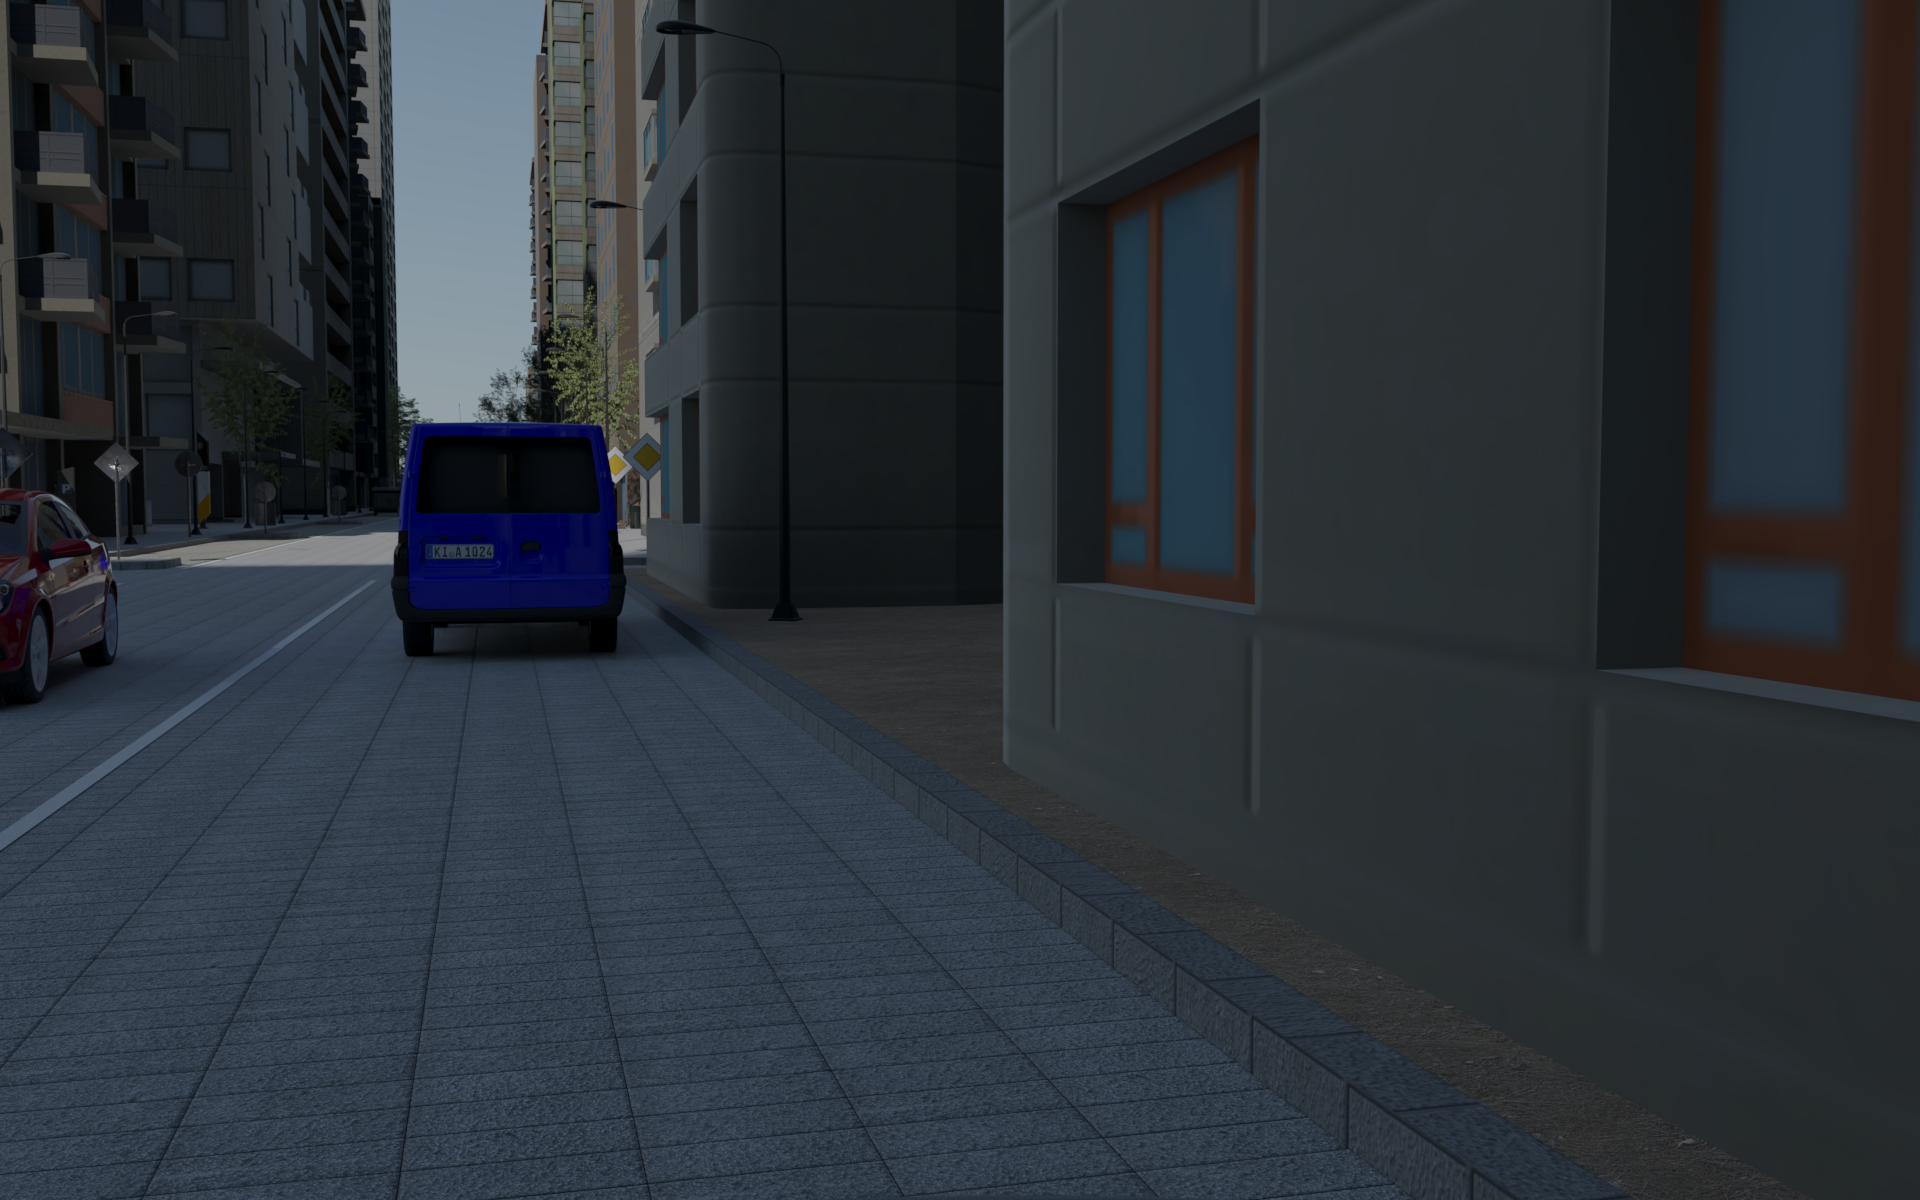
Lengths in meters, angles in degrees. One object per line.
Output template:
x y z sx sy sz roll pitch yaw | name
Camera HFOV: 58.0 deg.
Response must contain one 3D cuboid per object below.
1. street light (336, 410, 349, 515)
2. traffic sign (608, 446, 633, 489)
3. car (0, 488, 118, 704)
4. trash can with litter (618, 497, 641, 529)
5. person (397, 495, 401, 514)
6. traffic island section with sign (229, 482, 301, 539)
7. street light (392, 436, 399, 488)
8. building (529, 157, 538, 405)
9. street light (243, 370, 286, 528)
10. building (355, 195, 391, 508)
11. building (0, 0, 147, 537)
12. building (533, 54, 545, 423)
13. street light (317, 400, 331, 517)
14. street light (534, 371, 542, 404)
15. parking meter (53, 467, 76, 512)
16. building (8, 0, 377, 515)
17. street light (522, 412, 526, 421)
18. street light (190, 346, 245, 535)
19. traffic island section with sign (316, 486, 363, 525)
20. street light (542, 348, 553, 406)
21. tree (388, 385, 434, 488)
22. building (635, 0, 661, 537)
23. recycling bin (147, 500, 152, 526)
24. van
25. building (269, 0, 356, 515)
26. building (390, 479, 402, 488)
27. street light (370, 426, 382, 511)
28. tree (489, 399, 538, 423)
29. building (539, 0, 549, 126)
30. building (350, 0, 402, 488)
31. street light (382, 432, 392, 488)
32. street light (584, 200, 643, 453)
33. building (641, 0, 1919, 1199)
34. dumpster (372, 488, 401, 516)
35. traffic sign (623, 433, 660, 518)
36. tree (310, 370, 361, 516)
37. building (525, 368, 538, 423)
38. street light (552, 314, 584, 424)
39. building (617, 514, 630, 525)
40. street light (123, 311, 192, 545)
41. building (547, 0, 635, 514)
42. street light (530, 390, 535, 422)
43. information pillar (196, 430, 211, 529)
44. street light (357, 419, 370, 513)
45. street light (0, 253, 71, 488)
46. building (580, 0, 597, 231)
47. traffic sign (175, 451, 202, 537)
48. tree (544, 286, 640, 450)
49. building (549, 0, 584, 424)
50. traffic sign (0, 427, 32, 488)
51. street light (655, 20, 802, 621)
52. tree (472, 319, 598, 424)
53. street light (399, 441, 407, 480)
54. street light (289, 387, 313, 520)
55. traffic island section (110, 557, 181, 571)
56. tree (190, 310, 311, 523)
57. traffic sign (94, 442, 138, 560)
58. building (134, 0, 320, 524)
-34.650 -7.551 96.000 1.470 5.913 1.316 -1 4 -15 | street light
-7.188 -1.989 36.171 0.795 2.450 0.064 -1 4 -15 | traffic sign
-7.551 -0.235 12.890 2.155 1.783 4.494 -1 4 -17 | car
-12.166 -3.204 63.778 1.055 1.170 0.624 -1 4 -19 | trash can with litter
-29.716 -5.109 92.526 0.515 1.767 0.782 2 4 31 | person
-22.246 -2.867 55.506 1.989 1.847 2.006 -1 4 -15 | traffic island section with sign
-46.113 -10.188 139.118 1.470 5.913 1.316 -1 4 -15 | street light
-44.023 -34.822 223.956 22.147 44.769 28.867 -1 4 -15 | building
-26.170 -5.647 64.875 1.470 5.913 1.316 -1 4 -15 | street light
-60.736 -23.759 160.168 14.160 30.474 14.107 -1 4 -15 | building
-33.176 -23.791 43.605 22.147 44.769 28.867 -1 4 -15 | building
-35.737 -32.147 175.706 14.600 45.320 14.200 -1 4 -15 | building
-31.819 -6.916 85.626 1.470 5.913 1.316 -1 4 -15 | street light
-15.235 -5.696 65.678 1.470 5.913 1.316 -1 4 -15 | street light
-19.532 -1.962 37.792 0.399 1.863 0.255 -3 4 -39 | parking meter
-59.039 -29.564 137.989 22.147 44.769 28.867 -1 4 -15 | building
-23.801 -7.653 97.672 1.470 5.913 1.316 -1 4 -15 | street light
-23.515 -5.010 54.454 1.470 5.913 1.316 -1 4 -15 | street light
-29.198 -4.460 81.552 1.989 1.847 2.006 -1 4 -15 | traffic island section with sign
-12.447 -5.059 55.259 1.470 5.913 1.316 -1 4 -15 | street light
-59.112 -16.011 179.902 7.486 12.596 7.792 0 3 0 | tree
1.336 -26.129 50.913 21.600 48.544 21.300 -1 4 -15 | building
-32.730 -3.452 68.989 0.722 1.027 0.722 1 4 17 | recycling bin
-4.434 -0.778 17.107 2.240 2.365 5.245 -1 4 -14 | van
-51.916 -29.915 112.811 21.300 48.544 21.600 -1 4 -15 | building
-80.098 -30.712 194.022 32.217 40.220 23.993 -1 4 -15 | building
-40.505 -8.918 118.356 1.470 5.913 1.316 -1 4 -15 | street light
-47.223 -16.104 189.060 9.928 11.665 9.643 0 3 0 | tree
-26.117 -30.659 155.903 22.147 44.769 28.867 -1 4 -15 | building
-85.595 -48.793 236.013 20.563 71.187 20.611 -1 4 -15 | building
-43.284 -9.554 128.744 1.470 5.913 1.316 -1 4 -15 | street light
-5.168 -3.373 27.697 1.470 5.913 1.316 -1 4 -15 | street light
12.044 -10.505 16.790 27.650 21.520 28.899 -1 4 -15 | building
-37.656 -6.455 113.757 1.865 1.857 1.264 -1 4 -16 | dumpster
-5.130 -1.518 28.454 0.795 2.450 0.064 -1 4 -15 | traffic sign
-37.648 -9.299 102.405 4.737 8.622 4.395 0 3 0 | tree
-49.017 -24.962 253.172 27.650 21.520 28.899 -1 4 -15 | building
-9.689 -4.423 44.865 1.470 5.913 1.316 -1 4 -15 | street light
-9.169 -26.205 78.565 14.600 45.320 14.200 -1 4 -15 | building
-20.602 -4.375 44.077 1.470 5.913 1.316 -1 4 -15 | street light
-24.411 -29.602 134.097 14.600 45.320 14.200 -1 4 -15 | building
-18.214 -6.383 76.904 1.470 5.913 1.316 -1 4 -15 | street light
-27.829 -4.425 63.707 0.504 3.616 0.183 1 4 17 | information pillar
-37.722 -8.270 107.751 1.470 5.913 1.316 -1 4 -15 | street light
-17.823 -3.722 33.392 1.470 5.913 1.316 -1 4 -15 | street light
-15.646 -20.341 104.284 14.160 30.474 14.107 -1 4 -15 | building
-22.900 -3.139 51.425 0.768 2.556 0.104 -1 4 -9 | traffic sign
-13.080 -6.857 62.476 4.737 8.622 4.395 0 3 0 | tree
-20.994 -26.665 119.574 14.154 41.232 14.086 -1 4 -15 | building
-14.358 -1.369 26.023 0.795 2.450 0.064 -1 4 -15 | traffic sign
-2.300 -2.737 17.287 1.470 5.913 1.316 -1 4 -15 | street light
-21.612 -9.621 91.712 8.767 10.594 7.601 -1 4 -14 | tree
-49.162 -10.891 150.601 1.470 5.913 1.316 -1 4 -15 | street light
-28.968 -6.282 75.257 1.470 5.913 1.316 -1 4 -15 | street light
-16.437 -0.704 33.795 2.009 0.180 2.903 -1 4 -15 | traffic island section
-28.554 -7.267 69.180 4.737 8.622 4.395 0 3 0 | tree
-16.416 -1.841 33.739 0.795 2.450 0.064 -1 4 -15 | traffic sign
-45.986 -30.080 81.047 28.713 52.752 27.495 -1 4 -15 | building
